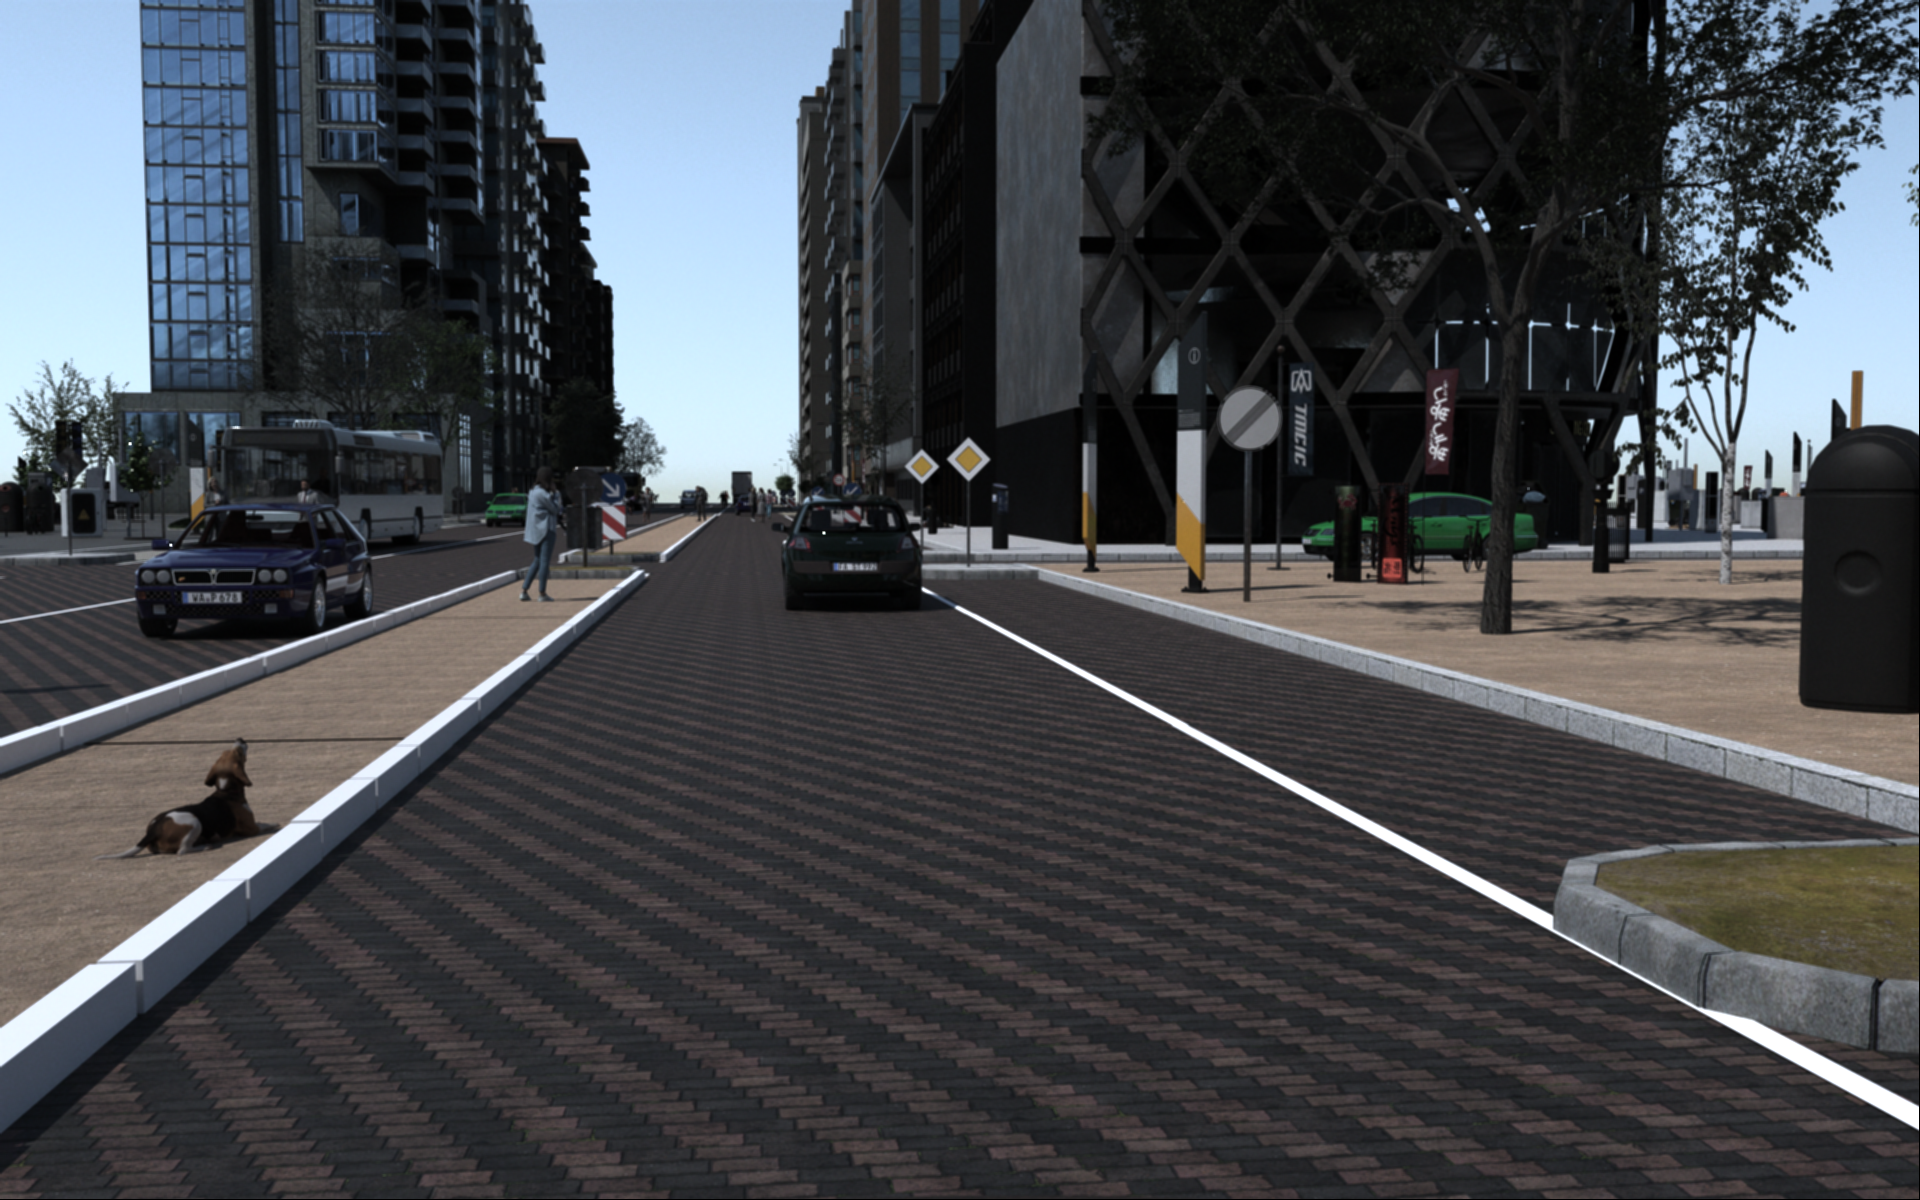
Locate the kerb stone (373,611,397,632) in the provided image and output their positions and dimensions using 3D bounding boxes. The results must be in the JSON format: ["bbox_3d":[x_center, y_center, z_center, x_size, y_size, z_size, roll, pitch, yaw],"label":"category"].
[{"bbox_3d":[-6.116,0.247,18.229,0.120,0.150,1.000,0,4,-7],"label":"kerb stone"}]

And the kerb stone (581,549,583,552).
[{"bbox_3d":[-8.843,-1.094,40.137,0.120,0.150,1.000,0,4,-7],"label":"kerb stone"}]

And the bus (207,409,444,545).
[{"bbox_3d":[-16.178,-3.087,45.332,2.948,3.499,13.247,0,4,-5],"label":"bus"}]

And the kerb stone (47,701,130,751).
[{"bbox_3d":[-5.093,0.740,10.092,0.120,0.150,1.000,0,4,-7],"label":"kerb stone"}]

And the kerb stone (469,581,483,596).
[{"bbox_3d":[-6.880,-0.130,24.341,0.120,0.150,1.000,0,4,-7],"label":"kerb stone"}]

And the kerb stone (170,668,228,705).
[{"bbox_3d":[-5.354,0.616,12.123,0.120,0.150,1.000,0,4,-7],"label":"kerb stone"}]

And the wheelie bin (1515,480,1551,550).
[{"bbox_3d":[13.179,-1.964,40.026,0.693,1.594,0.980,-1,4,-20],"label":"wheelie bin"}]

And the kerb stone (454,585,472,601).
[{"bbox_3d":[-6.747,-0.069,23.320,0.120,0.150,1.000,0,4,-7],"label":"kerb stone"}]

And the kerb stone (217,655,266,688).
[{"bbox_3d":[-5.485,0.558,13.137,0.120,0.150,1.000,0,4,-7],"label":"kerb stone"}]

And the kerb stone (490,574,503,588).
[{"bbox_3d":[-7.132,-0.256,26.382,0.120,0.150,1.000,0,4,-7],"label":"kerb stone"}]

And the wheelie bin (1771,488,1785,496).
[{"bbox_3d":[43.688,-5.178,92.573,0.980,1.594,0.693,3,5,44],"label":"wheelie bin"}]

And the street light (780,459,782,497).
[{"bbox_3d":[-23.591,-15.885,232.258,1.470,5.913,1.316,0,4,-7],"label":"street light"}]

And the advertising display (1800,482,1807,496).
[{"bbox_3d":[46.194,-5.456,94.425,0.974,1.923,0.123,0,4,-7],"label":"advertising display"}]

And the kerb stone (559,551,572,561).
[{"bbox_3d":[-8.467,-0.910,37.078,0.120,0.150,1.000,0,4,-7],"label":"kerb stone"}]

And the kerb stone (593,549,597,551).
[{"bbox_3d":[-9.357,-1.346,44.201,0.120,0.150,1.000,0,4,-7],"label":"kerb stone"}]

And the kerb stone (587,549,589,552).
[{"bbox_3d":[-8.984,-1.156,41.158,0.120,0.150,1.000,0,4,-7],"label":"kerb stone"}]

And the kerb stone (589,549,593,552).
[{"bbox_3d":[-9.101,-1.221,42.173,0.120,0.150,1.000,0,4,-7],"label":"kerb stone"}]

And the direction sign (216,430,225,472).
[{"bbox_3d":[-25.866,-4.245,61.395,0.876,3.537,0.379,-1,4,-13],"label":"direction sign"}]

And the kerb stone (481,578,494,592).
[{"bbox_3d":[-7.003,-0.189,25.368,0.120,0.150,1.000,0,4,-7],"label":"kerb stone"}]

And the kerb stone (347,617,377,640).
[{"bbox_3d":[-5.990,0.305,17.204,0.120,0.150,1.000,0,4,-7],"label":"kerb stone"}]

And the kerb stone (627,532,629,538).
[{"bbox_3d":[-10.751,-2.030,55.392,0.120,0.150,1.000,0,4,-7],"label":"kerb stone"}]

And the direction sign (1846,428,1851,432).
[{"bbox_3d":[30.684,-4.119,59.348,0.876,3.537,0.379,-1,4,-10],"label":"direction sign"}]

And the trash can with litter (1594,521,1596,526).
[{"bbox_3d":[24.905,-3.620,70.237,2.233,1.210,1.678,3,4,37],"label":"trash can with litter"}]

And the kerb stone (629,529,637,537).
[{"bbox_3d":[-11.261,-2.278,59.459,0.120,0.150,1.000,0,4,-7],"label":"kerb stone"}]

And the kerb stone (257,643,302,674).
[{"bbox_3d":[-5.595,0.491,14.160,0.120,0.150,1.000,0,4,-7],"label":"kerb stone"}]

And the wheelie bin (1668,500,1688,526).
[{"bbox_3d":[29.087,-3.805,70.113,0.693,1.594,0.980,3,4,37],"label":"wheelie bin"}]

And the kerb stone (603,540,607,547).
[{"bbox_3d":[-9.606,-1.470,46.237,0.120,0.150,1.000,0,4,-7],"label":"kerb stone"}]

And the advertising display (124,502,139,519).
[{"bbox_3d":[-42.382,-5.088,88.405,0.123,1.923,0.974,2,4,30],"label":"advertising display"}]

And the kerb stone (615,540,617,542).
[{"bbox_3d":[-10.121,-1.717,50.297,0.120,0.150,1.000,0,4,-7],"label":"kerb stone"}]

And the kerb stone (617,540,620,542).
[{"bbox_3d":[-10.249,-1.781,51.320,0.120,0.150,1.000,0,4,-7],"label":"kerb stone"}]

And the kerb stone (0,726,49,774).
[{"bbox_3d":[-4.973,0.803,9.074,0.120,0.150,1.000,0,4,-7],"label":"kerb stone"}]

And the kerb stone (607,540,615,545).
[{"bbox_3d":[-9.994,-1.651,49.282,0.120,0.150,1.000,0,4,-7],"label":"kerb stone"}]

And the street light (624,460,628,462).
[{"bbox_3d":[-44.645,-15.946,233.251,1.470,5.913,1.316,0,4,-7],"label":"street light"}]

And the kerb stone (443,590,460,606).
[{"bbox_3d":[-6.621,0.000,22.303,0.120,0.150,1.000,0,4,-7],"label":"kerb stone"}]

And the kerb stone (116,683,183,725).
[{"bbox_3d":[-5.225,0.678,11.106,0.120,0.150,1.000,0,4,-7],"label":"kerb stone"}]

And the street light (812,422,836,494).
[{"bbox_3d":[-8.650,-8.558,112.459,1.470,5.913,1.316,0,4,-7],"label":"street light"}]

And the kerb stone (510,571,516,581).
[{"bbox_3d":[-7.386,-0.380,28.415,0.120,0.150,1.000,0,4,-7],"label":"kerb stone"}]

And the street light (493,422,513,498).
[{"bbox_3d":[-29.585,-8.533,112.048,1.470,5.913,1.316,0,4,-7],"label":"street light"}]

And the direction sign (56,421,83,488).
[{"bbox_3d":[-27.778,-3.798,54.088,0.379,3.537,0.876,2,4,26],"label":"direction sign"}]

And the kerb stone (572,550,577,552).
[{"bbox_3d":[-8.586,-0.969,38.094,0.120,0.150,1.000,0,4,-7],"label":"kerb stone"}]

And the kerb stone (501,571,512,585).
[{"bbox_3d":[-7.259,-0.318,27.396,0.120,0.150,1.000,0,4,-7],"label":"kerb stone"}]

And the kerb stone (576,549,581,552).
[{"bbox_3d":[-8.721,-1.035,39.117,0.120,0.150,1.000,0,4,-7],"label":"kerb stone"}]

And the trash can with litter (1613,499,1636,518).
[{"bbox_3d":[36.245,-5.086,94.221,1.678,1.210,2.233,-3,4,-36],"label":"trash can with litter"}]

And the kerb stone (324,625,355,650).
[{"bbox_3d":[-5.859,0.370,16.190,0.120,0.150,1.000,0,4,-7],"label":"kerb stone"}]

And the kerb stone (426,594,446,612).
[{"bbox_3d":[-6.494,0.056,21.288,0.120,0.150,1.000,0,4,-7],"label":"kerb stone"}]

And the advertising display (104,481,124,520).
[{"bbox_3d":[-42.739,-5.010,87.128,0.123,1.923,0.974,3,4,36],"label":"advertising display"}]

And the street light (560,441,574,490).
[{"bbox_3d":[-34.241,-10.899,150.742,1.470,5.913,1.316,0,4,-7],"label":"street light"}]

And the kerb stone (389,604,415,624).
[{"bbox_3d":[-6.244,0.180,19.249,0.120,0.150,1.000,0,4,-7],"label":"kerb stone"}]

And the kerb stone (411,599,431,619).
[{"bbox_3d":[-6.366,0.118,20.264,0.120,0.150,1.000,0,4,-7],"label":"kerb stone"}]

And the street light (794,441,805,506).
[{"bbox_3d":[-13.389,-10.879,150.410,1.470,5.913,1.316,0,4,-7],"label":"street light"}]

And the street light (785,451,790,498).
[{"bbox_3d":[-18.136,-13.228,188.815,1.470,5.913,1.316,0,4,-7],"label":"street light"}]

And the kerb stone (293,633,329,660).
[{"bbox_3d":[-5.734,0.430,15.175,0.120,0.150,1.000,0,4,-7],"label":"kerb stone"}]

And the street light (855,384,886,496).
[{"bbox_3d":[-3.719,-6.157,73.210,1.470,5.913,1.316,0,4,-7],"label":"street light"}]
